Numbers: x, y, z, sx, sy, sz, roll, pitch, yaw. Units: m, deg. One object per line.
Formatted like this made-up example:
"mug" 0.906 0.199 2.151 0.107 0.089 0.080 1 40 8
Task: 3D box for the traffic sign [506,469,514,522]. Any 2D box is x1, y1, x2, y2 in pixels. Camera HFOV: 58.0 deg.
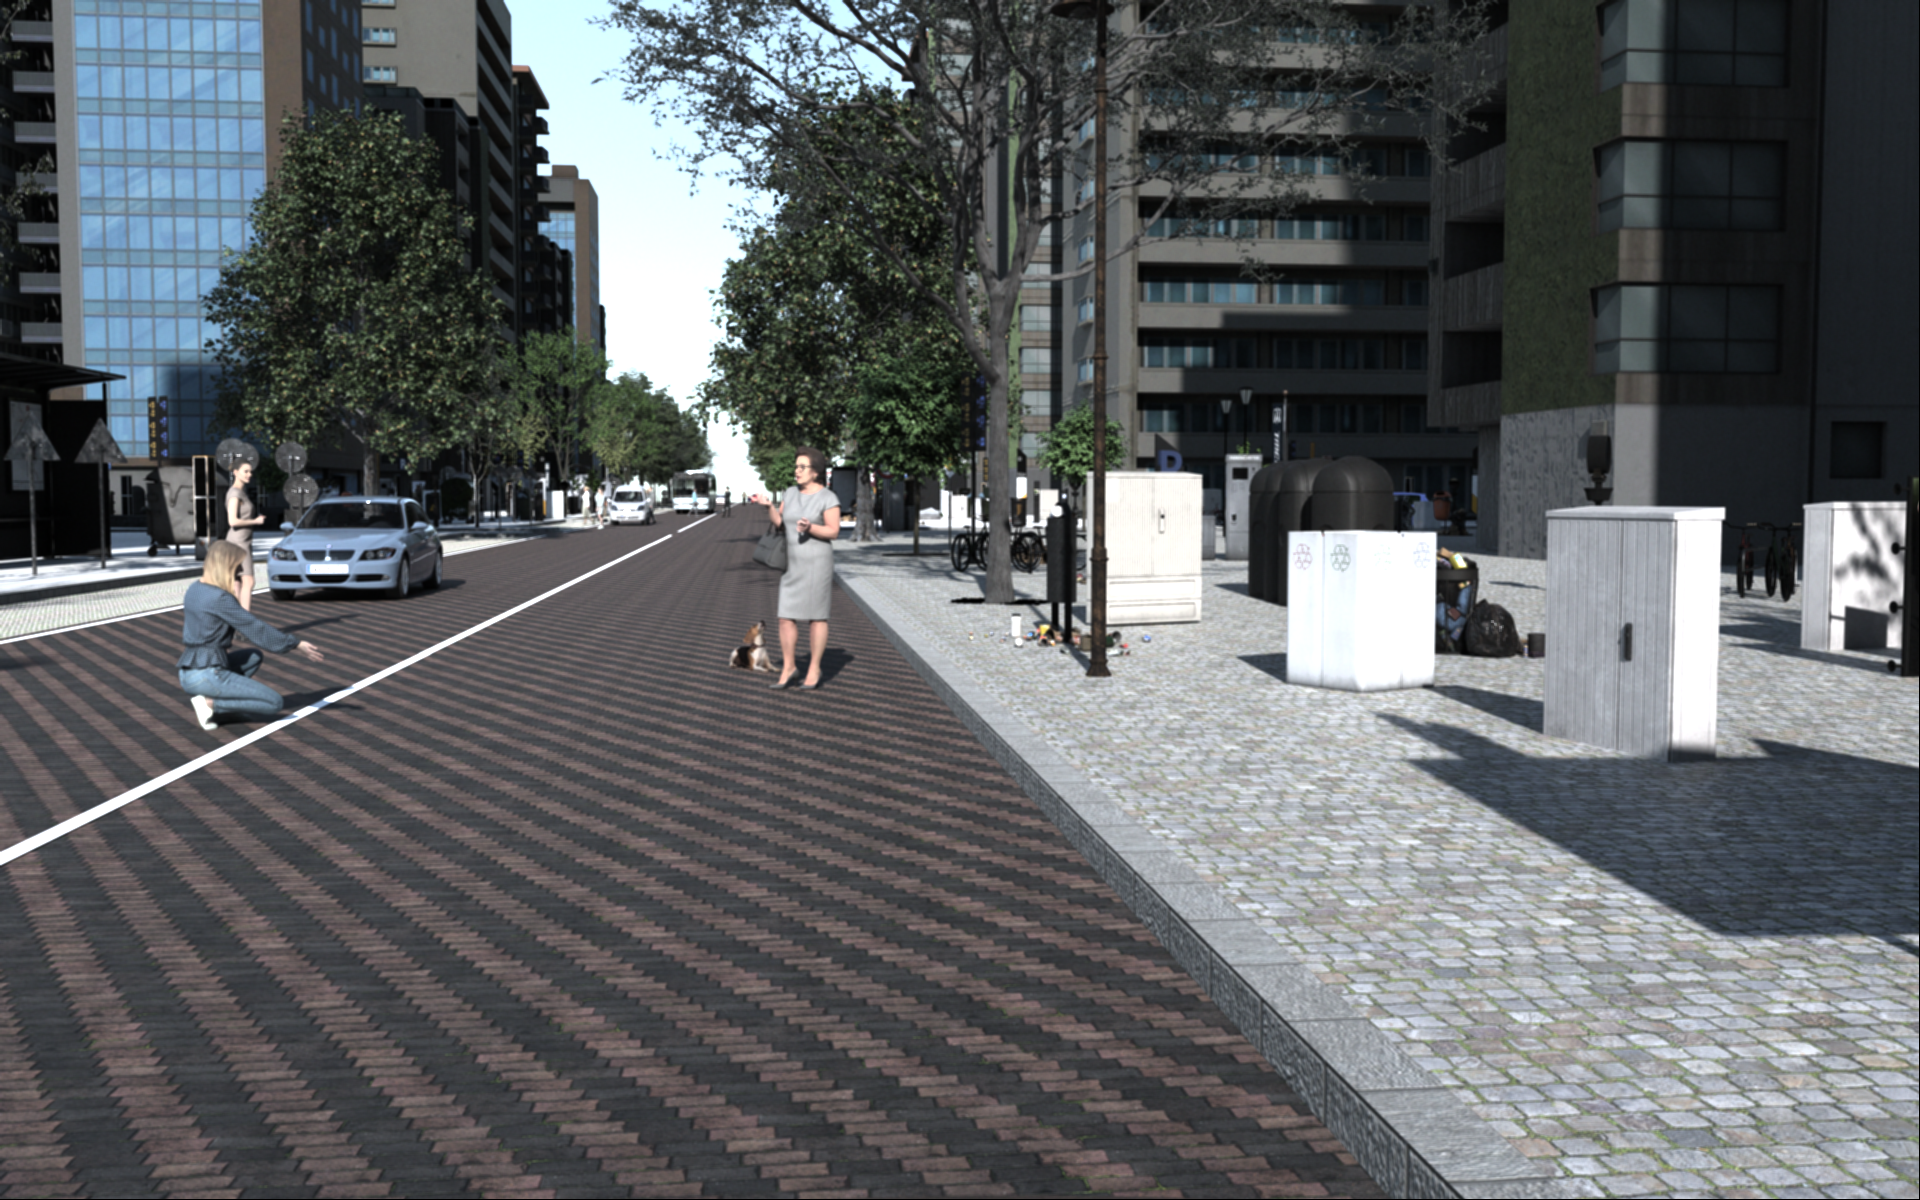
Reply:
"traffic sign" -20.541 -4.863 79.620 0.768 2.556 0.104 0 4 -1

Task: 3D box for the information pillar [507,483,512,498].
"information pillar" -30.898 -6.988 118.751 0.304 2.012 0.304 -2 4 -27

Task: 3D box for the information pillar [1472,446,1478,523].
"information pillar" 22.692 -5.167 75.831 0.504 3.616 0.183 2 4 25

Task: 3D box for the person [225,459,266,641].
"person" -7.048 -0.505 17.096 0.374 1.781 0.599 -1 4 -18

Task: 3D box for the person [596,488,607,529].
"person" -14.959 -3.833 72.177 0.522 1.701 0.512 -3 4 -39

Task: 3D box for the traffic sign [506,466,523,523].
"traffic sign" -19.924 -4.727 77.396 0.768 2.556 0.104 0 4 -6

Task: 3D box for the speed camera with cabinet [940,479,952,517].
"speed camera with cabinet" -1.036 -6.377 98.601 0.660 3.252 2.038 -1 4 -19

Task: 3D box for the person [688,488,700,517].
"person" -16.928 -6.225 110.148 0.748 1.841 0.638 0 4 7

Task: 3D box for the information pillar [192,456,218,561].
"information pillar" -14.504 -1.761 33.289 0.304 2.012 0.304 0 4 7

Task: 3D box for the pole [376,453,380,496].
"pole" -28.782 -5.611 85.577 0.158 3.312 0.155 0 3 0

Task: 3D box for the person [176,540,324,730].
"person" -4.545 0.193 10.840 0.738 1.151 1.012 -3 5 -42

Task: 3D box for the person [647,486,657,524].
"person" -15.019 -4.607 83.922 0.767 1.812 0.694 -2 4 -29

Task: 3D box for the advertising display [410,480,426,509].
"advertising display" -24.943 -4.559 79.751 0.123 1.923 0.974 2 4 25

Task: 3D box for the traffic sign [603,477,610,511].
"traffic sign" -27.056 -8.107 132.659 0.768 2.556 0.104 0 4 0

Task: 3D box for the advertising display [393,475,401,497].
"advertising display" -18.723 -3.206 57.624 0.123 1.923 0.974 -2 4 -24

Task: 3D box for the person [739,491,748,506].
"person" -26.255 -12.360 210.596 1.348 1.823 0.705 2 4 24

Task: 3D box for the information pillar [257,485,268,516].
"information pillar" -28.803 -4.103 71.576 0.304 2.012 0.304 1 4 11

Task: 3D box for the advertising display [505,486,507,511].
"advertising display" -31.824 -7.173 122.487 0.123 1.923 0.974 2 4 26

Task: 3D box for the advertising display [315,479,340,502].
"advertising display" -26.699 -4.157 73.175 0.974 1.923 0.123 -2 4 -29

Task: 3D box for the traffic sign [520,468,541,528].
"traffic sign" -16.407 -3.824 66.159 0.795 2.450 0.064 0 4 -7

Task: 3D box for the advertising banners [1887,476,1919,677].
"advertising banners" 7.545 -0.979 12.189 2.074 3.025 0.090 -1 4 -8

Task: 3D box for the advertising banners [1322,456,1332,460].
"advertising banners" 17.288 -5.023 78.309 2.074 3.025 0.090 3 4 38

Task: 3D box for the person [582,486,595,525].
"person" -17.177 -4.357 79.967 0.641 1.798 0.478 0 4 7

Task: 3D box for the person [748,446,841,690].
"person" -1.242 -0.233 12.665 0.716 1.782 0.532 2 4 29

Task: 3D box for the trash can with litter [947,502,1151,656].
"trash can with litter" 0.851 -0.225 14.733 1.678 1.210 2.233 -1 4 -10

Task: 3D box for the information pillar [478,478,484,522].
"information pillar" -22.187 -4.613 79.913 0.304 2.012 0.304 2 4 30

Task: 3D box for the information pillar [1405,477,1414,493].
"information pillar" 19.431 -4.308 74.921 0.304 2.012 0.304 3 5 40

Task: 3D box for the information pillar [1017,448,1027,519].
"information pillar" 3.109 -5.883 87.545 0.504 3.616 0.183 1 4 16

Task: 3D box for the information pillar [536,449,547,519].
"information pillar" -21.441 -5.949 88.626 0.504 3.616 0.183 -1 4 -19

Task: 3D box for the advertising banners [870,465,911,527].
"advertising banners" -2.823 -4.357 67.429 2.074 3.025 0.090 2 4 28

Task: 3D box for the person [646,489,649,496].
"person" -22.170 -7.005 123.207 0.728 1.800 0.709 3 4 38

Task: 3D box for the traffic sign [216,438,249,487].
"traffic sign" -16.550 -2.403 39.388 0.768 2.556 0.104 0 4 3

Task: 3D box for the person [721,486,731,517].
"person" -14.487 -6.090 107.436 0.648 1.900 0.474 3 5 45

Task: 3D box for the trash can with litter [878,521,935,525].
"trash can with litter" -2.170 -3.741 72.228 2.233 1.210 1.678 1 4 21

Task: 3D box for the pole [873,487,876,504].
"pole" -4.443 -5.937 90.908 0.158 3.312 0.155 0 3 0

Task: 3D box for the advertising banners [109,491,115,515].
"advertising banners" -38.645 -5.004 78.005 2.074 3.025 0.090 3 4 36

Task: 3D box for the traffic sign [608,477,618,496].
"traffic sign" -26.225 -8.006 131.009 0.768 2.556 0.104 0 3 0

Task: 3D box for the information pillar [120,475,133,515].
"information pillar" -32.712 -3.884 67.999 0.304 2.012 0.304 0 4 1

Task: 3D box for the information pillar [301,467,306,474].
"information pillar" -30.031 -5.376 79.248 0.183 3.616 0.504 0 4 -8

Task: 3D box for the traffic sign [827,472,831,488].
"traffic sign" -7.430 -6.046 98.965 0.768 2.556 0.104 0 4 2

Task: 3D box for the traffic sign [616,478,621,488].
"traffic sign" -26.625 -8.203 134.217 0.768 2.556 0.104 0 4 3

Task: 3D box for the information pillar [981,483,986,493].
"information pillar" 1.601 -6.997 118.887 0.304 2.012 0.304 -1 4 -12

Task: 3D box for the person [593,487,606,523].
"person" -18.033 -4.747 86.599 0.515 1.767 0.782 -2 4 -33

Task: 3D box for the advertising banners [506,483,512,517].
"advertising banners" -25.424 -6.213 97.777 0.090 3.025 2.074 -1 4 -23

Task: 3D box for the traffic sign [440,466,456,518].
"traffic sign" -23.290 -4.815 78.830 0.768 2.556 0.104 0 4 -4

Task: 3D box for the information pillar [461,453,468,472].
"information pillar" -28.282 -6.582 98.967 0.504 3.616 0.183 2 4 31

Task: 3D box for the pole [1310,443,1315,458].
"pole" 13.956 -4.575 68.652 0.158 3.312 0.155 0 3 0

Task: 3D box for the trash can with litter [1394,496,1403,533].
"trash can with litter" 12.928 -2.456 51.209 1.678 1.210 2.233 0 4 1

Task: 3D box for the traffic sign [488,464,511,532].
"traffic sign" -15.475 -3.339 58.229 0.795 2.450 0.064 0 4 -7
